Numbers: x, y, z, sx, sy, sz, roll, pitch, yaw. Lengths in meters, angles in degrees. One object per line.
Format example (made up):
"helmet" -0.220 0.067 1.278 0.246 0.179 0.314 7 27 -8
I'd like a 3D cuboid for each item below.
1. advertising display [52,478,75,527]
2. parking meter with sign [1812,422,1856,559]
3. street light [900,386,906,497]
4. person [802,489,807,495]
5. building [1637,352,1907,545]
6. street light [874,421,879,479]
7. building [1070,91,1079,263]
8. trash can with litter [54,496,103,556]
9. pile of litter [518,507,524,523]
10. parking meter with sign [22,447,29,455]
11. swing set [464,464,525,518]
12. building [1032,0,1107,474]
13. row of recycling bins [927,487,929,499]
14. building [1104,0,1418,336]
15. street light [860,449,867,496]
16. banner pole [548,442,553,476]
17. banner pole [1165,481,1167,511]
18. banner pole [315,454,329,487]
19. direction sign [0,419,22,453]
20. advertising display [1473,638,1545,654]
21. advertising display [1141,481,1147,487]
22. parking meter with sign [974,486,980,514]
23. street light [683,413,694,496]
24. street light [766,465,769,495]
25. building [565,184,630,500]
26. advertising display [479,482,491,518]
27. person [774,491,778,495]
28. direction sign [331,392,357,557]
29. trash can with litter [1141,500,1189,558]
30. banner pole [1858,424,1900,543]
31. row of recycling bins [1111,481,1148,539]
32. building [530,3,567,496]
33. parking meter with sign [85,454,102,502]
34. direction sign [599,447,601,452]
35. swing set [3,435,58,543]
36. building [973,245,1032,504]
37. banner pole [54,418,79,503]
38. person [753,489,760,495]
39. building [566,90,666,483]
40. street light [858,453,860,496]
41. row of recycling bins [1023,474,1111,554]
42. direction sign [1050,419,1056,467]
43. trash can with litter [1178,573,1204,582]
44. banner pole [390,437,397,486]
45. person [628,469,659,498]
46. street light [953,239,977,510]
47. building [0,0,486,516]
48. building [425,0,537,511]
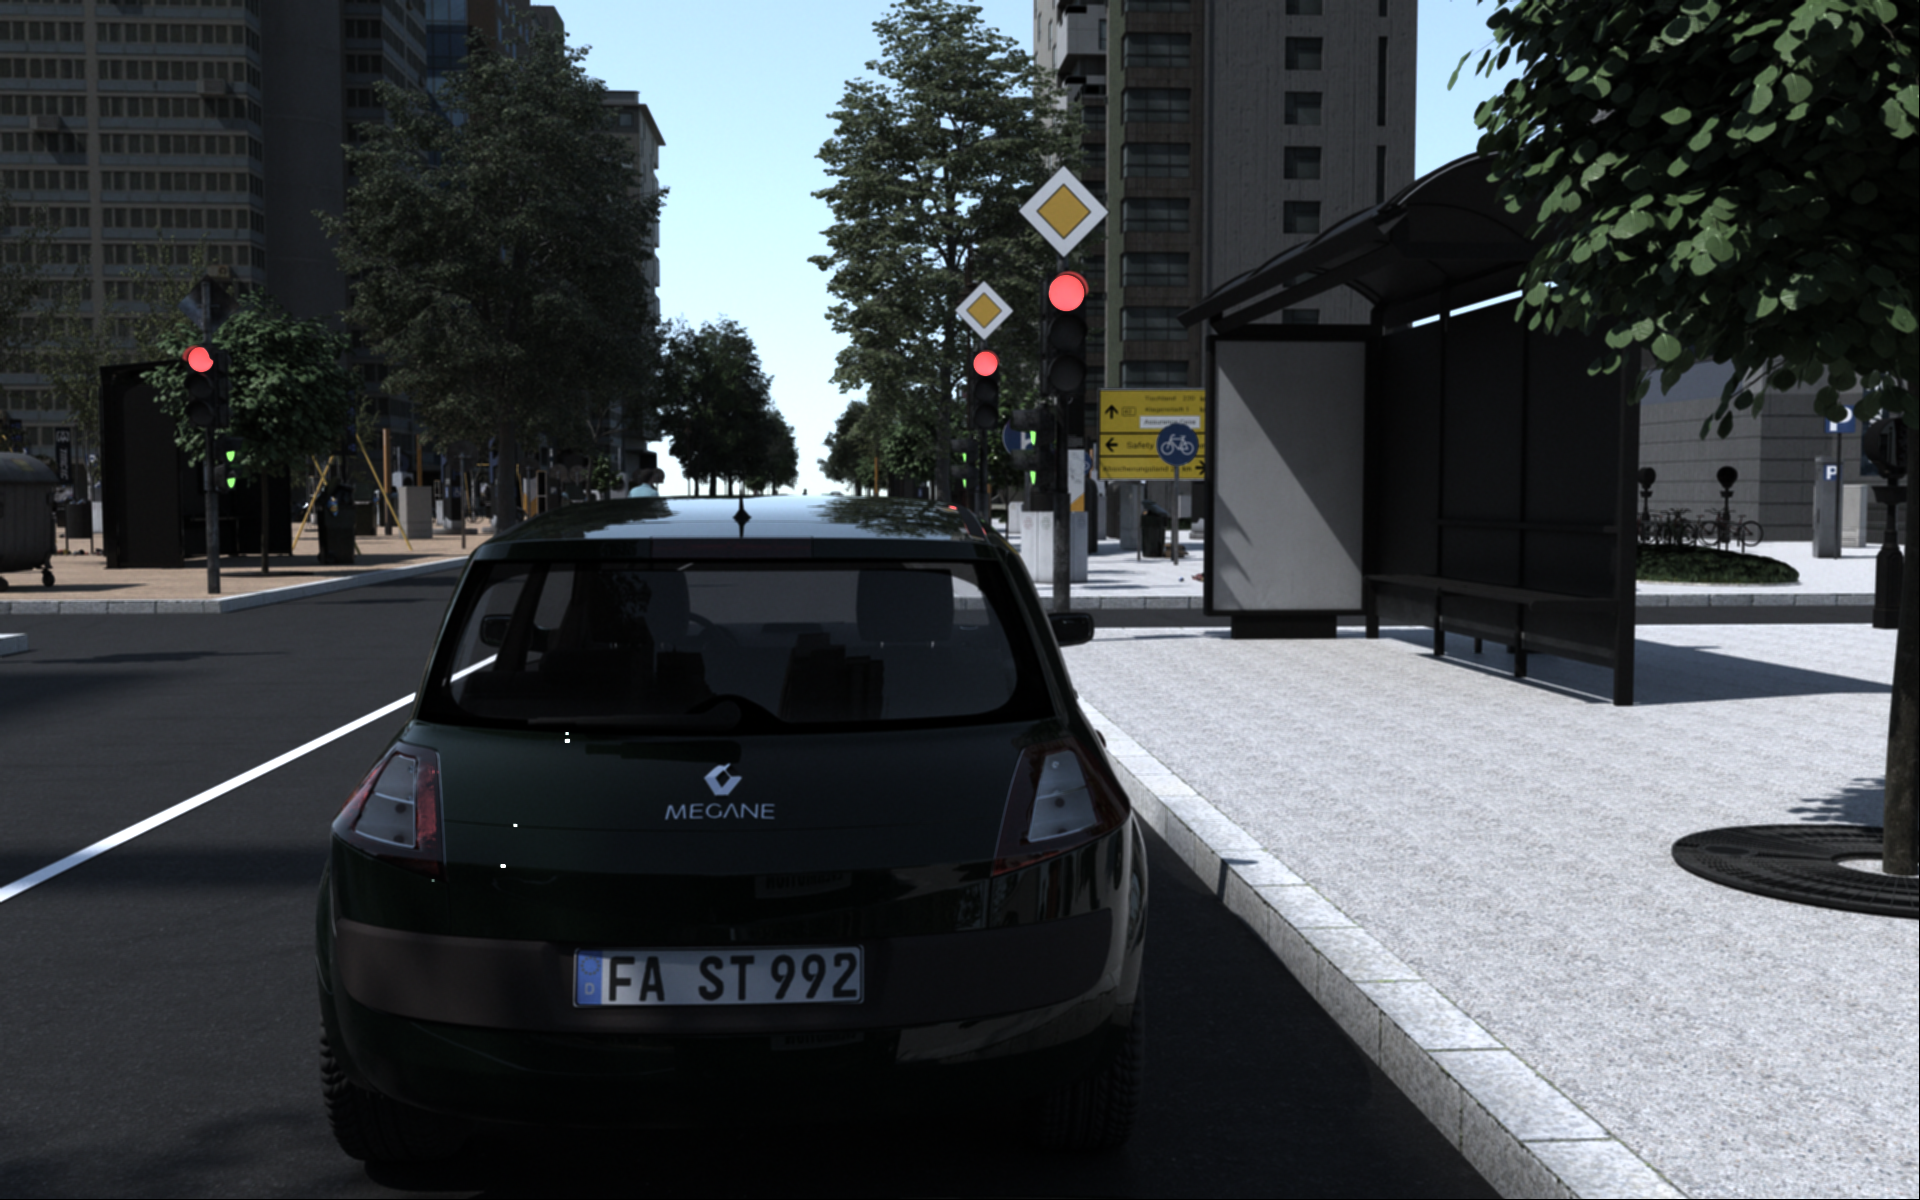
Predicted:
"advertising display" -34.723 -3.774 66.917 0.123 1.923 0.974 3 4 36
"parking meter with sign" 17.478 -2.356 34.781 0.543 3.016 1.738 1 4 17
"street light" -2.166 -5.604 64.416 0.468 5.910 1.993 0 4 -4
"person" -11.426 -7.317 128.118 0.705 1.826 1.348 -3 5 -41
"building" 35.150 -31.093 50.364 28.212 58.520 21.231 0 4 -4
"street light" -5.241 -8.214 107.091 0.468 5.910 1.993 0 4 -4
"building" 14.805 -21.676 126.099 14.160 30.474 14.107 0 4 -4
"trash can with litter" -18.169 -1.553 36.441 2.233 1.210 1.678 0 4 -6
"pile of litter" -15.892 -3.021 63.352 1.176 0.858 1.719 1 4 9
"parking meter with sign" -34.793 -4.124 63.696 0.543 3.016 1.738 -1 4 -10
"swing set" -24.477 -5.707 90.933 3.119 2.851 2.862 0 4 -4
"building" 20.932 -34.105 146.851 28.713 52.752 27.495 0 4 -4
"row of recycling bins" -1.656 -5.394 95.298 1.069 1.692 3.534 1 4 15
"building" 14.162 -19.346 88.012 14.160 30.474 14.107 0 4 -4
"street light" -7.594 -10.238 140.180 0.468 5.910 1.993 0 4 -4
"banner pole" -18.783 -5.470 79.452 0.401 3.779 0.863 -2 4 -30
"banner pole" 9.329 -5.393 78.191 0.401 3.779 0.863 0 4 6
"banner pole" -27.698 -5.202 75.071 0.401 3.779 0.863 2 4 35
"direction sign" -28.727 -3.685 52.241 0.379 3.537 0.876 3 5 42
"advertising display" 4.608 -0.532 13.916 0.974 1.923 0.123 0 4 3
"advertising display" 7.018 -3.921 69.321 0.974 1.923 0.123 2 4 24
"parking meter with sign" 0.627 -5.574 87.403 0.543 3.016 1.738 0 4 -1
"street light" -15.490 -7.716 98.942 0.468 5.910 1.993 0 4 -4
"street light" -23.784 -14.804 214.835 0.468 5.910 1.993 0 4 -4
"building" -53.077 -31.311 203.820 32.217 40.220 23.993 0 4 -4
"advertising display" -25.162 -5.341 92.534 0.974 1.923 0.123 0 4 -6
"person" -19.562 -10.787 184.956 0.705 1.814 1.350 2 4 27
"direction sign" -12.499 -2.640 35.163 0.379 3.537 0.876 1 4 12
"trash can with litter" 4.127 -1.439 34.912 1.055 1.170 0.624 3 5 39
"banner pole" 15.362 -2.372 28.794 0.401 3.779 0.863 -2 4 -33
"row of recycling bins" 4.826 -2.673 50.822 1.069 1.692 3.534 0 4 -2
"building" -39.981 -27.937 140.358 14.154 41.232 14.086 0 4 -4
"parking meter with sign" -37.931 -4.907 76.487 0.543 3.016 1.738 0 4 -4
"direction sign" -17.295 -5.581 83.242 0.379 3.537 0.876 0 4 -7
"swing set" -25.365 -2.852 44.243 2.862 2.851 3.119 0 4 3
"building" 14.550 -33.897 246.101 32.217 40.220 23.993 0 4 -4
"banner pole" -29.485 -4.118 57.351 0.863 3.779 0.401 -1 4 -19
"person" -11.733 -5.538 99.714 0.551 1.740 0.621 2 4 25
"building" -54.401 -39.191 230.015 28.713 52.752 27.495 0 4 -4
"street light" -9.909 -12.279 173.553 0.468 5.910 1.993 0 4 -4
"row of recycling bins" 2.210 -1.823 36.921 1.069 1.692 3.534 1 4 19
"direction sign" 2.418 -3.528 49.684 0.876 3.537 0.379 -3 5 -41
"trash can with litter" 4.026 -0.890 25.614 1.678 1.210 2.233 0 4 -7
"banner pole" -24.745 -5.240 75.699 0.401 3.779 0.863 0 4 1
"person" -4.913 -1.106 26.597 0.660 1.820 0.620 1 4 22
"street light" 0.157 -3.597 31.593 0.468 5.910 1.993 0 4 -4
"building" -46.514 -25.362 106.553 32.217 40.220 23.993 0 4 -4
"building" -39.298 -29.114 126.130 14.600 45.320 14.200 0 4 -4
